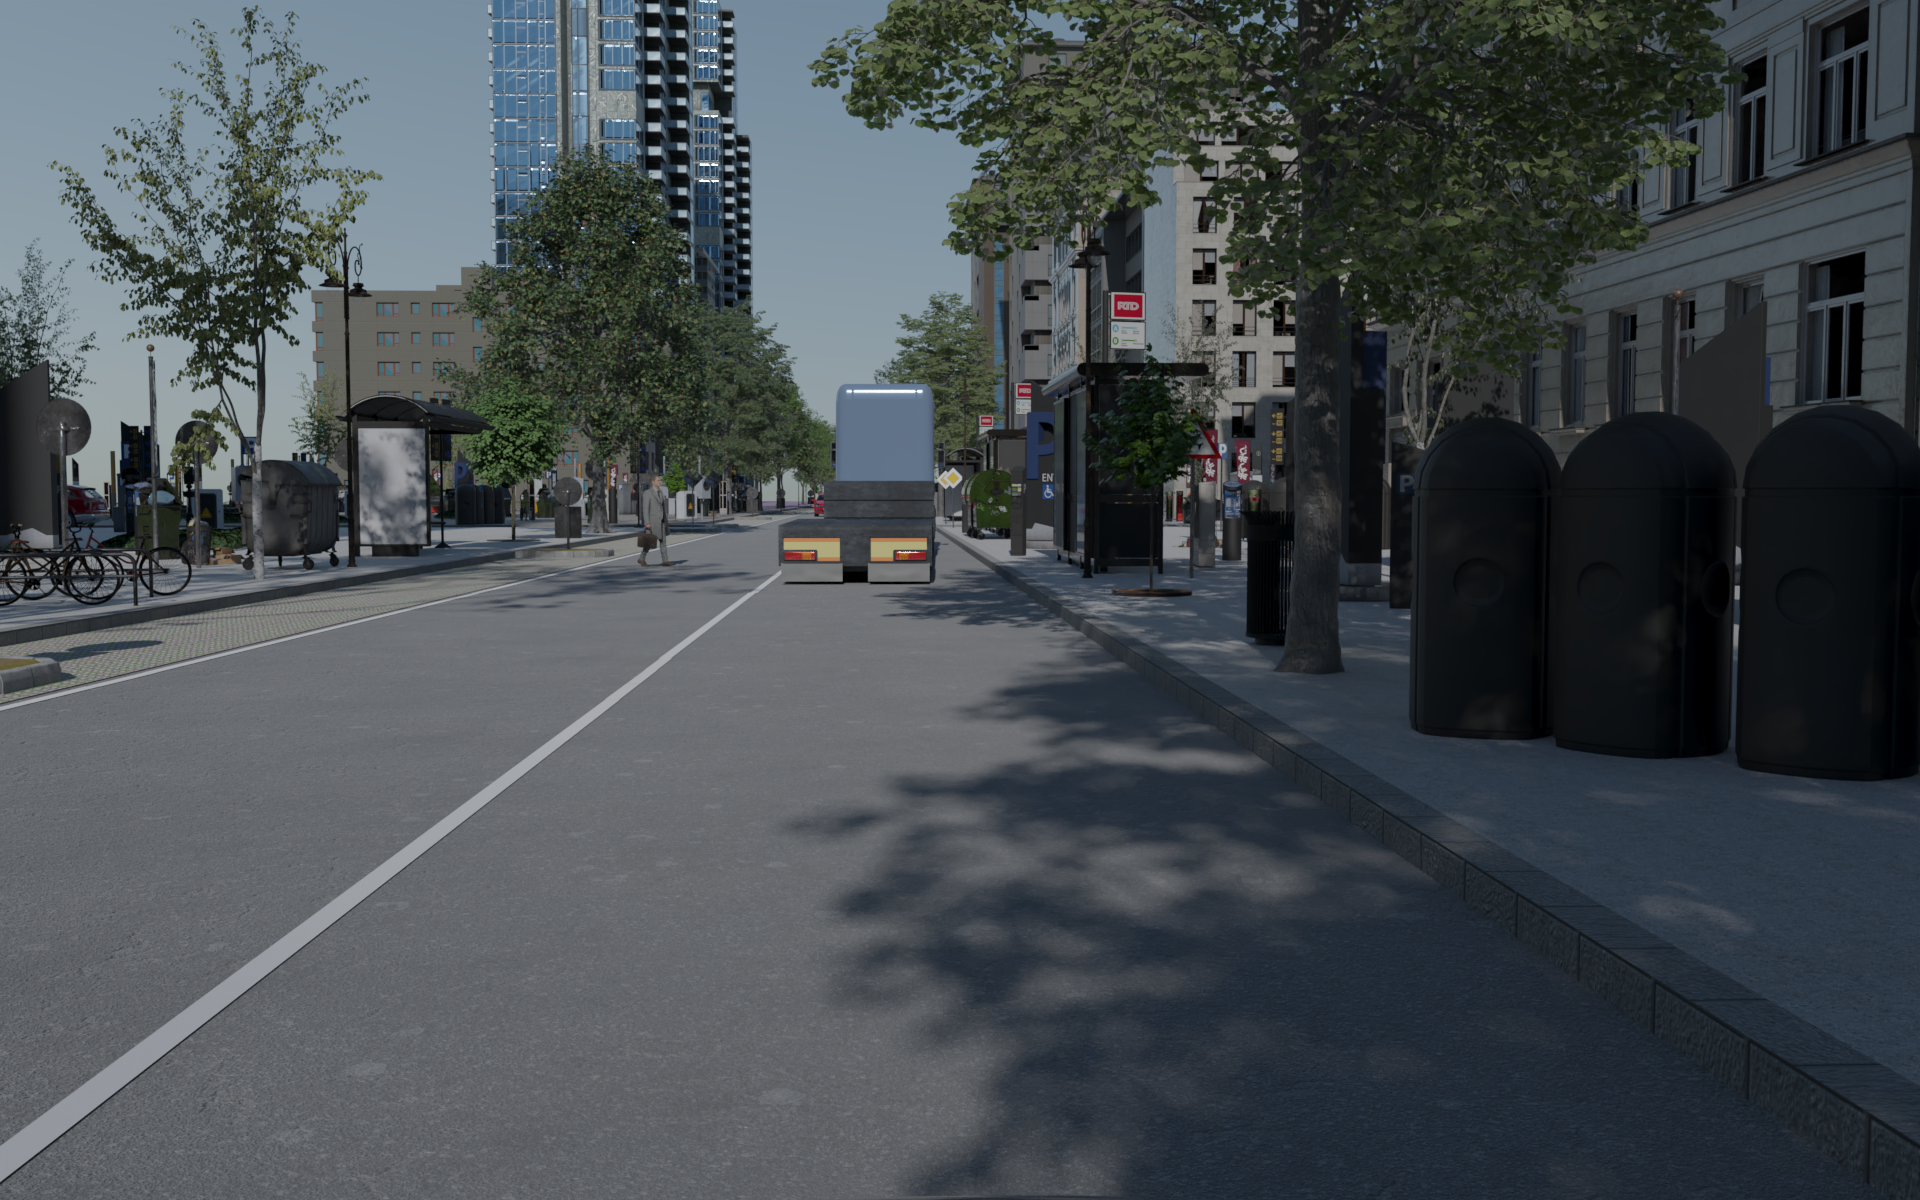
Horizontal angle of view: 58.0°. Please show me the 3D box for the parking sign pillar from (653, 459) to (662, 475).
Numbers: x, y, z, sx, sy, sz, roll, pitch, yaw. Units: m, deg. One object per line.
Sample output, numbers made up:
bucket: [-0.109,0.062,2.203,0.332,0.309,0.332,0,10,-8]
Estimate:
parking sign pillar: [-23.082,-8.831,132.865,1.447,3.967,1.447,1,4,11]

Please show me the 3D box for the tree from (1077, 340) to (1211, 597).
tree: [2.303,-1.675,21.986,1.663,3.219,1.824,0,3,0]

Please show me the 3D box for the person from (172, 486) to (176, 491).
person: [-30.512,-3.545,67.136,0.731,1.740,0.598,0,4,8]

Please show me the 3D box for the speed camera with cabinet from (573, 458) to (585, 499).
speed camera with cabinet: [-20.947,-6.161,95.068,0.660,3.252,2.038,-1,4,-10]

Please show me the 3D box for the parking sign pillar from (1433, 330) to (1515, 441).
parking sign pillar: [8.260,-2.422,28.067,1.447,3.967,1.447,-1,4,-9]

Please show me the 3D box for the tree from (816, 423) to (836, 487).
tree: [-23.462,-24.423,305.974,9.857,13.997,8.962,0,3,0]

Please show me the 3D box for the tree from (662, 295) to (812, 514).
tree: [-14.967,-12.455,110.294,9.857,13.997,8.962,0,3,0]

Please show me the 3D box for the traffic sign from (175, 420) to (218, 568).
traffic sign: [-13.176,-1.823,29.908,0.768,2.556,0.104,0,4,3]

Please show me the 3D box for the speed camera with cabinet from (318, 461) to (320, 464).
speed camera with cabinet: [-38.457,-6.669,103.377,0.660,3.252,2.038,-1,4,-22]

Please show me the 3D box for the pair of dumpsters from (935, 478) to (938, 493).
pair of dumpsters: [-1.312,-6.298,105.471,1.574,2.255,4.437,0,4,-3]

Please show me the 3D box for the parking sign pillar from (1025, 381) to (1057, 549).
parking sign pillar: [2.196,-3.205,40.878,1.447,3.967,1.447,2,4,32]

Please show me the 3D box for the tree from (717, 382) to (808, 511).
tree: [-15.343,-12.024,131.009,8.767,10.594,7.601,3,5,39]

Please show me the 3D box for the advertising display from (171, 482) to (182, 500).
advertising display: [-43.785,-5.600,96.774,0.974,1.923,0.123,3,4,39]

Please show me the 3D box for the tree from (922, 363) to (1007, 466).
tree: [-1.214,-11.043,114.973,8.767,10.594,7.601,0,4,-3]

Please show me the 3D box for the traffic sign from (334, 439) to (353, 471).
traffic sign: [-13.767,-2.387,39.141,0.768,2.556,0.104,0,4,6]

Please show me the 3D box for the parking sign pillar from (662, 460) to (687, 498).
parking sign pillar: [-19.909,-8.176,122.151,1.447,3.967,1.447,1,4,11]

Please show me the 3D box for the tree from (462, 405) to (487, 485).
tree: [-36.724,-10.646,124.417,4.737,8.622,4.395,0,3,0]

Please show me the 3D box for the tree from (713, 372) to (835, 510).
tree: [-16.437,-13.147,140.712,9.928,11.665,9.643,0,3,0]

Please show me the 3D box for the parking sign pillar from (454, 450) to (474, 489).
parking sign pillar: [-30.293,-7.176,105.802,1.447,3.967,1.447,2,4,33]

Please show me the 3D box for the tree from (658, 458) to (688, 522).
tree: [-13.227,-5.282,80.965,1.663,3.219,1.824,0,3,0]

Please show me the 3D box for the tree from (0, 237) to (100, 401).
tree: [-27.281,-6.109,50.250,4.360,8.622,3.978,0,3,0]

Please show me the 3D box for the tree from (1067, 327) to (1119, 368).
tree: [5.732,-7.665,75.678,4.360,8.622,3.978,0,3,0]

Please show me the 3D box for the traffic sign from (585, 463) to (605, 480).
traffic sign: [-13.617,-3.947,64.634,0.768,2.556,0.104,0,4,5]

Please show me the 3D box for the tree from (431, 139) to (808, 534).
tree: [-11.857,-8.515,56.234,9.611,12.733,9.660,0,3,0]

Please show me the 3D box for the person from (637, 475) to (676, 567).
person: [-5.991,-1.563,34.160,0.767,1.812,0.694,2,4,27]

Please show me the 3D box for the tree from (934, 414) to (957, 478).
tree: [-1.291,-10.896,128.511,4.737,8.622,4.395,0,3,0]

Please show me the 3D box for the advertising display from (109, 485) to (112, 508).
advertising display: [-59.482,-7.114,121.519,0.123,1.923,0.974,-1,4,-11]

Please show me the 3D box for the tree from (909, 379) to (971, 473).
tree: [-3.096,-15.753,167.925,12.009,13.543,11.850,0,3,0]

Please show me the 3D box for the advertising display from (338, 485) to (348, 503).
advertising display: [-43.629,-7.158,122.248,0.123,1.923,0.974,3,4,36]

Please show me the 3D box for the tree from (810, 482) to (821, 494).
tree: [-21.455,-16.009,256.340,1.663,3.219,1.824,0,3,0]

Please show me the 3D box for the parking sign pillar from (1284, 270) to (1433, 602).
parking sign pillar: [4.800,-2.002,21.208,1.447,3.967,1.447,0,4,-3]

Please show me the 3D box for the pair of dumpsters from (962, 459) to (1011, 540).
pair of dumpsters: [0.922,-2.930,50.401,1.574,2.255,4.437,0,4,-2]

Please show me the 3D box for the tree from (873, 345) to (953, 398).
tree: [-3.966,-21.960,214.934,12.611,20.169,13.585,0,3,0]

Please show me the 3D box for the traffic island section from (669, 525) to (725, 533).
traffic island section: [-10.120,-2.644,65.505,2.009,0.180,2.903,0,4,-3]

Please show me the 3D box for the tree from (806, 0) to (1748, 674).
tree: [2.479,-5.779,12.610,7.486,12.596,7.792,0,3,0]

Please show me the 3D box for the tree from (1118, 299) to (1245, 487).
tree: [8.626,-6.985,64.570,4.360,8.622,3.978,0,3,0]

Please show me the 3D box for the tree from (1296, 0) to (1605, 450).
tree: [6.927,-4.569,25.067,4.360,8.622,3.978,0,3,0]

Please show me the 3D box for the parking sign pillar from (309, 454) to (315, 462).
parking sign pillar: [-43.091,-7.788,115.809,1.447,3.967,1.447,0,4,-6]

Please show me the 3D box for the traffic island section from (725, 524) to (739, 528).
traffic island section: [-10.471,-3.132,73.482,2.009,0.180,2.903,0,4,-3]

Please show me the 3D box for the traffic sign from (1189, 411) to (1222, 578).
traffic sign: [3.528,-1.609,26.316,0.884,2.594,0.081,0,4,5]

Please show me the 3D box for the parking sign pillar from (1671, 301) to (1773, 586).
parking sign pillar: [10.914,-2.225,24.851,1.447,3.967,1.447,-3,5,-40]

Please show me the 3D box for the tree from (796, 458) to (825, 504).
tree: [-19.875,-16.777,224.665,4.360,8.622,3.978,0,3,0]

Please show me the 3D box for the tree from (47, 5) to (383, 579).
tree: [-10.817,-4.620,25.893,4.737,8.622,4.395,0,3,0]

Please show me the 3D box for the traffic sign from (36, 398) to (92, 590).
traffic sign: [-11.905,-1.401,23.012,0.768,2.556,0.104,0,4,5]

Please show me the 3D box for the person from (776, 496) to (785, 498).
person: [-23.488,-13.298,226.653,1.217,1.736,0.721,0,4,-6]

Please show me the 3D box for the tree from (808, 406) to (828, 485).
tree: [-17.202,-15.062,163.277,9.611,12.733,9.660,0,3,0]

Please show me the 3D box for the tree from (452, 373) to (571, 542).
tree: [-12.300,-3.886,47.251,4.285,4.588,4.351,0,3,0]

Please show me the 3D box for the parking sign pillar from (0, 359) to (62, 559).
parking sign pillar: [-18.891,-2.830,34.742,1.447,3.967,1.447,-1,4,-13]

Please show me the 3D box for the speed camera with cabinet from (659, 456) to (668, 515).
speed camera with cabinet: [-15.910,-5.905,90.886,0.660,3.252,2.038,-2,4,-28]

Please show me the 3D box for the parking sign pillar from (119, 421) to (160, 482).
parking sign pillar: [-30.214,-4.609,63.832,1.447,3.967,1.447,-1,4,-10]
